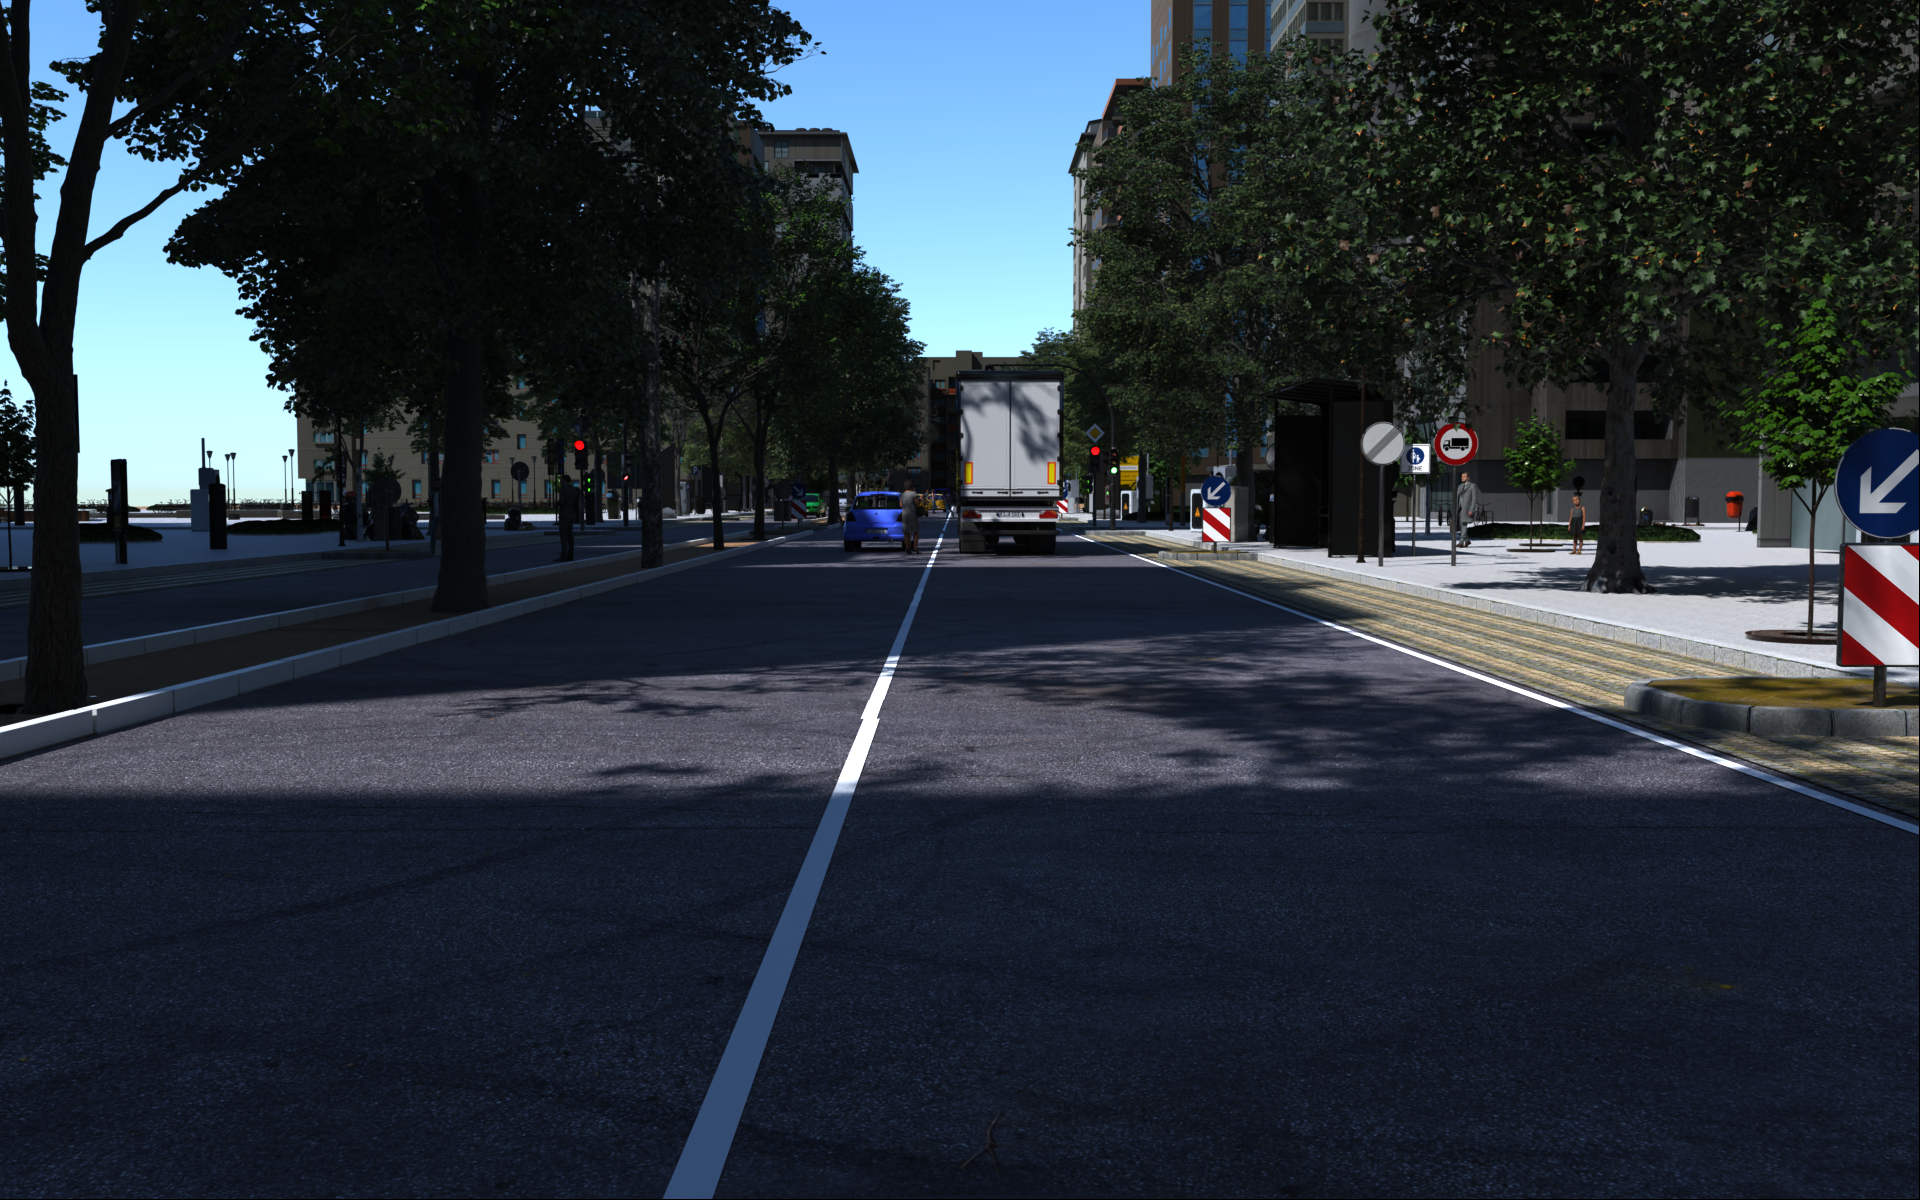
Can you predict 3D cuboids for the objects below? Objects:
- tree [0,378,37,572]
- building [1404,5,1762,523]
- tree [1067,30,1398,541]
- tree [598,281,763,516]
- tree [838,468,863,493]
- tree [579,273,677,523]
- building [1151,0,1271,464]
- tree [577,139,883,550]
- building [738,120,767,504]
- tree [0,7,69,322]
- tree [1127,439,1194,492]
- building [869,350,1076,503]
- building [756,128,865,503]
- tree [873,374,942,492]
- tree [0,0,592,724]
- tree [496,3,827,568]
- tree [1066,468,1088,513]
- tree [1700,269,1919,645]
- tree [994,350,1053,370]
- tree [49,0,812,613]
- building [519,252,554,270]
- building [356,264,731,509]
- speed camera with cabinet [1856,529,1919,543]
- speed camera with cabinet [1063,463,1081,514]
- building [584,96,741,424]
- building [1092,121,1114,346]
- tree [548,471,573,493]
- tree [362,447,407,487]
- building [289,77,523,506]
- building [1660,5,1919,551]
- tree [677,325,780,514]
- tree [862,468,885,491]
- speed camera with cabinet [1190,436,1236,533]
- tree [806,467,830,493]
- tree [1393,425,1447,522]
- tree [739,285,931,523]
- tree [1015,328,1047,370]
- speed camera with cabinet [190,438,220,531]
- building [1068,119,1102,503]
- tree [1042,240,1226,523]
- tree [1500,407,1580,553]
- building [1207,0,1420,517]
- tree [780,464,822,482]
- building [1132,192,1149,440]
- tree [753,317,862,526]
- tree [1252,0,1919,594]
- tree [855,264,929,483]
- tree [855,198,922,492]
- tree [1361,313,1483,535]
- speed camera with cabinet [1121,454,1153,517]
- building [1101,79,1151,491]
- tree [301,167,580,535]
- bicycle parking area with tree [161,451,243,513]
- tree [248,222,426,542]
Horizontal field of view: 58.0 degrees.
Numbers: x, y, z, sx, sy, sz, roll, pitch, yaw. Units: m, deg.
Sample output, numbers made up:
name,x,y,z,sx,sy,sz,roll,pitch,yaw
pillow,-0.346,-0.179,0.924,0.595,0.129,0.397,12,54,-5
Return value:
name,x,y,z,sx,sy,sz,roll,pitch,yaw
tree,-15.793,-2.102,28.962,1.663,3.219,1.824,0,3,0
building,30.029,-19.035,82.926,14.107,30.474,14.160,0,3,0
tree,7.690,-8.582,46.978,9.857,13.997,8.962,0,3,0
tree,-16.339,-11.599,100.006,12.009,13.543,11.850,0,3,0
tree,-6.490,-9.720,111.746,4.360,8.622,3.978,0,3,0
tree,-16.651,-9.744,77.438,7.486,12.596,7.792,0,3,0
building,22.217,-29.519,132.739,14.600,45.320,14.200,0,3,0
tree,-6.110,-6.557,44.082,8.767,10.594,7.601,0,3,0
building,-30.710,-33.854,203.630,14.200,45.320,14.600,0,3,0
tree,-15.649,-6.347,21.901,7.486,12.596,7.792,0,3,0
tree,10.845,-6.993,98.049,4.285,4.588,4.351,0,3,0
building,1.388,-24.733,249.422,28.899,21.520,27.650,0,3,0
building,-26.809,-40.335,248.708,27.495,52.752,28.713,0,3,0
tree,-6.391,-13.275,129.876,12.009,13.543,11.850,0,3,0
tree,-5.820,-5.056,10.876,9.928,11.665,9.643,0,3,0
tree,-7.141,-10.719,33.601,12.611,20.169,13.585,0,3,0
tree,8.059,-7.598,118.824,1.663,3.219,1.824,0,3,0
tree,7.460,-1.248,15.000,1.663,3.219,1.824,0,3,0
tree,9.025,-22.269,219.981,12.611,20.169,13.585,0,3,0
tree,-6.091,-6.830,20.777,9.857,13.997,8.962,0,3,0
building,-44.865,-26.501,204.993,14.107,30.474,14.160,0,3,0
building,-36.690,-19.200,158.965,27.650,21.520,28.899,0,3,0
speed camera with cabinet,7.449,-1.129,12.788,0.660,3.252,2.038,0,4,-2
speed camera with cabinet,7.196,-7.213,112.266,0.660,3.252,2.038,-1,4,-11
building,-30.644,-30.350,179.822,14.154,41.232,14.086,0,3,0
building,22.929,-33.853,203.601,14.600,45.320,14.200,0,3,0
tree,-28.774,-7.929,124.247,1.663,3.219,1.824,0,3,0
tree,-23.684,-4.648,70.591,1.663,3.219,1.824,0,3,0
building,-62.715,-35.284,200.596,21.600,48.544,21.300,0,3,0
building,30.270,-26.828,27.881,28.713,52.752,27.495,0,3,0
tree,-16.431,-11.911,112.866,7.486,12.596,7.792,0,3,0
tree,-6.184,-9.305,104.958,4.737,8.622,4.395,0,3,0
speed camera with cabinet,8.396,-3.847,57.228,0.660,3.252,2.038,-2,4,-25
tree,-16.280,-13.224,199.920,4.285,4.588,4.351,0,3,0
tree,20.597,-5.882,79.886,4.285,4.588,4.351,0,3,0
tree,-6.292,-10.230,86.732,9.611,12.733,9.660,0,3,0
tree,7.205,-13.598,128.985,9.857,13.997,8.962,0,3,0
speed camera with cabinet,-26.352,-4.046,60.483,0.660,3.252,2.038,-1,4,-12
building,30.068,-40.350,248.961,27.495,52.752,28.713,0,3,0
tree,7.770,-9.735,77.295,7.486,12.596,7.792,0,3,0
tree,12.826,-2.679,38.401,1.663,3.219,1.824,0,3,0
building,31.840,-25.192,103.770,32.217,40.220,23.993,0,3,0
tree,-16.671,-13.652,141.335,7.486,12.596,7.792,0,3,0
building,22.710,-23.787,160.625,14.160,30.474,14.107,0,3,0
tree,-6.391,-7.142,69.586,4.737,8.622,4.395,0,3,0
tree,8.609,-6.437,22.247,9.611,12.733,9.660,0,3,0
tree,-6.147,-11.466,96.579,9.857,13.997,8.962,0,3,0
tree,-6.112,-7.641,53.140,9.928,11.665,9.643,0,3,0
tree,14.559,-6.367,54.465,4.360,8.622,3.978,0,3,0
speed camera with cabinet,8.694,-5.555,85.163,0.660,3.252,2.038,-2,4,-29
building,26.285,-32.233,181.640,22.147,44.769,28.867,0,3,0
tree,-16.625,-8.307,53.953,7.486,12.596,7.792,0,3,0
bicycle parking area with tree,-50.133,-7.973,117.355,9.016,4.147,8.231,0,4,7
tree,-16.253,-5.849,45.997,4.360,8.622,3.978,0,3,0
